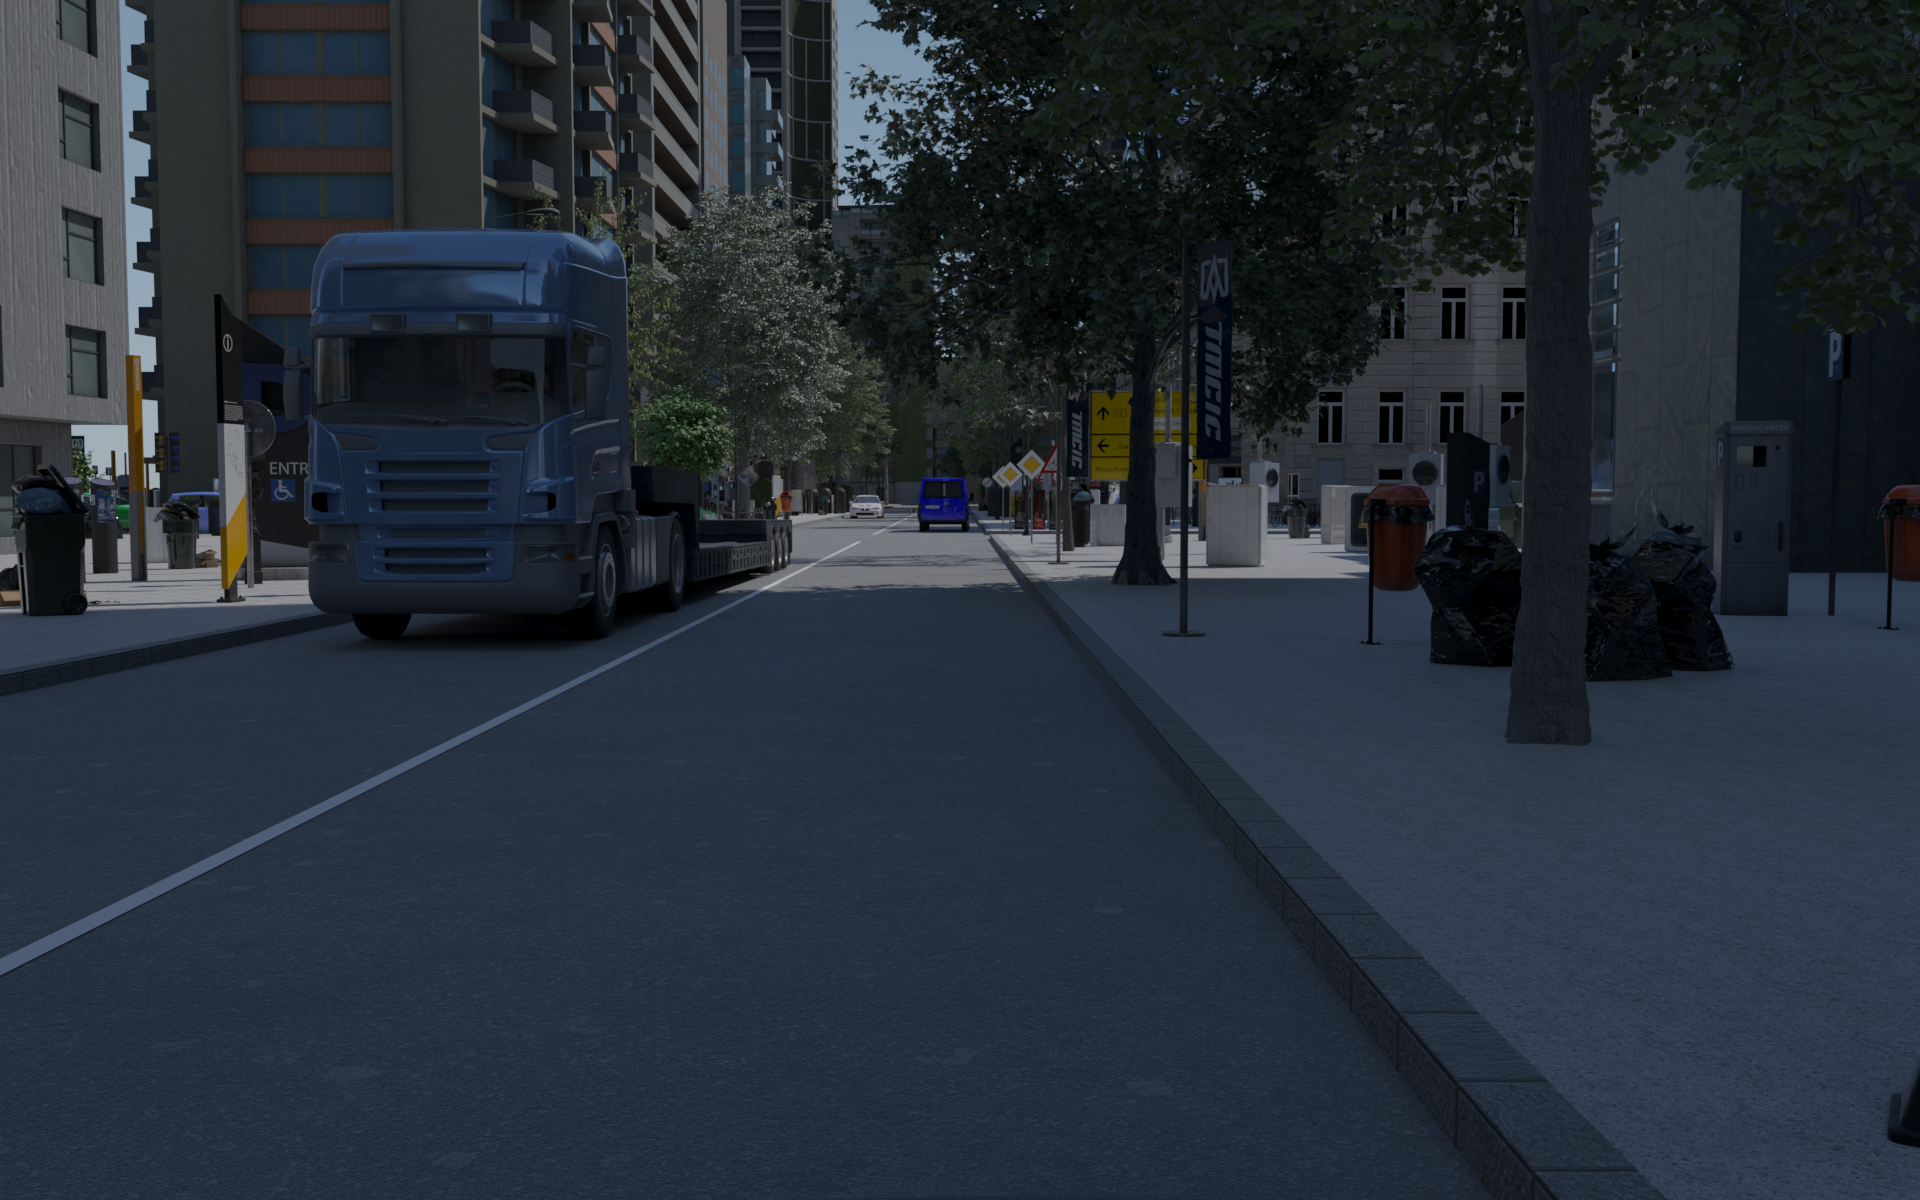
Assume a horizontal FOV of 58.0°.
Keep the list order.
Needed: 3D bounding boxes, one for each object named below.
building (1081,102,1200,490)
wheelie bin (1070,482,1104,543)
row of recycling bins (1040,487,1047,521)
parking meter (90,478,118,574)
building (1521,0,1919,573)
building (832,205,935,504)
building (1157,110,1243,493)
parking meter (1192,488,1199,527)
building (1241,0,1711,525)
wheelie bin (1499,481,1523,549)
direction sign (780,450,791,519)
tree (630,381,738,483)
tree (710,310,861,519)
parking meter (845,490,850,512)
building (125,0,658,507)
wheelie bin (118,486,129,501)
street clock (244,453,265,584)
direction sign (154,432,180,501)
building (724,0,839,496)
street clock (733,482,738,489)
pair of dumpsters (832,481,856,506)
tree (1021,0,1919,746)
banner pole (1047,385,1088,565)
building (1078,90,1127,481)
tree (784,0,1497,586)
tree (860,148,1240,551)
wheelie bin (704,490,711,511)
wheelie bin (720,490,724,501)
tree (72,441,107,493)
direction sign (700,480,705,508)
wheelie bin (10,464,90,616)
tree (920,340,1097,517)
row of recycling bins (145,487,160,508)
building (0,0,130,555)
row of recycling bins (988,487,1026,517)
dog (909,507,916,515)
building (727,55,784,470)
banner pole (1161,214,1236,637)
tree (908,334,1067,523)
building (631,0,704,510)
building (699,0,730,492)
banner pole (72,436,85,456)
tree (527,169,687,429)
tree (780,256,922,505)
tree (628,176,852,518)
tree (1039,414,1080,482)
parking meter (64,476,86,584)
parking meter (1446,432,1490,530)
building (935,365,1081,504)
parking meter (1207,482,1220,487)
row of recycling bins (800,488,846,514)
[{"bbox_3d":[23.339,-51.542,155.381,22.319,86.520,31.000,0,4,0],"label":"building"},{"bbox_3d":[3.125,-2.313,45.725,0.693,1.594,0.980,-3,5,-44],"label":"wheelie bin"},{"bbox_3d":[5.123,-5.326,94.196,1.069,1.692,3.534,1,4,23],"label":"row of recycling bins"},{"bbox_3d":[-13.824,-1.197,27.977,0.372,1.533,0.369,0,3,0],"label":"parking meter"},{"bbox_3d":[23.731,-43.298,20.591,22.319,86.520,31.000,0,4,0],"label":"building"},{"bbox_3d":[-10.366,-33.885,237.618,14.086,41.232,14.154,0,4,0],"label":"building"},{"bbox_3d":[21.588,-20.636,113.815,17.030,29.872,44.131,0,4,0],"label":"building"},{"bbox_3d":[9.271,-3.634,67.824,0.372,1.533,0.369,0,3,0],"label":"parking meter"},{"bbox_3d":[25.646,-17.123,77.231,25.104,27.353,12.463,0,4,0],"label":"building"},{"bbox_3d":[13.084,-2.013,40.813,0.980,1.594,0.693,-2,4,-23],"label":"wheelie bin"},{"bbox_3d":[-8.974,-5.943,89.164,0.876,3.537,0.379,3,5,44],"label":"direction sign"},{"bbox_3d":[-8.173,-4.095,50.661,4.285,4.588,4.351,0,3,0],"label":"tree"},{"bbox_3d":[-8.533,-9.177,84.464,8.767,10.594,7.601,0,4,1],"label":"tree"},{"bbox_3d":[-7.851,-6.878,120.868,0.372,1.533,0.369,0,3,0],"label":"parking meter"},{"bbox_3d":[-27.324,-26.343,85.328,22.147,44.769,28.867,0,4,0],"label":"building"},{"bbox_3d":[-32.818,-3.706,68.500,0.980,1.594,0.693,-1,4,-20],"label":"wheelie bin"},{"bbox_3d":[-10.070,-1.227,24.627,0.471,2.002,0.358,3,5,44],"label":"street clock"},{"bbox_3d":[-29.131,-4.386,63.713,0.876,3.537,0.379,0,4,-7],"label":"direction sign"},{"bbox_3d":[-27.723,-49.055,240.293,20.611,71.187,20.563,0,4,0],"label":"building"},{"bbox_3d":[-11.461,-5.183,89.312,0.471,2.002,0.358,2,4,35],"label":"street clock"},{"bbox_3d":[-8.518,-7.591,126.602,1.574,2.255,4.437,0,3,0],"label":"pair of dumpsters"},{"bbox_3d":[2.867,-5.562,9.060,7.486,12.596,7.792,0,3,0],"label":"tree"},{"bbox_3d":[2.005,-2.546,31.643,0.863,3.779,0.401,-2,4,-27],"label":"banner pole"},{"bbox_3d":[23.669,-32.538,186.625,22.147,44.769,28.867,0,4,0],"label":"building"},{"bbox_3d":[2.598,-6.562,24.299,9.611,12.733,9.660,0,3,0],"label":"tree"},{"bbox_3d":[2.463,-6.393,38.938,8.767,10.594,7.601,0,4,1],"label":"tree"},{"bbox_3d":[-17.895,-7.068,123.476,0.693,1.594,0.980,-1,4,-13],"label":"wheelie bin"},{"bbox_3d":[-18.129,-7.635,132.741,0.980,1.594,0.693,1,4,17],"label":"wheelie bin"},{"bbox_3d":[-32.130,-4.213,63.490,1.663,3.219,1.824,0,3,0],"label":"tree"},{"bbox_3d":[-16.219,-7.161,109.075,0.379,3.537,0.876,1,4,17],"label":"direction sign"},{"bbox_3d":[-9.668,-0.641,18.385,0.693,1.594,0.980,-3,4,-38],"label":"wheelie bin"},{"bbox_3d":[2.997,-11.311,95.301,12.009,13.543,11.850,0,3,0],"label":"tree"},{"bbox_3d":[-61.992,-7.671,132.534,3.534,1.692,1.069,0,4,5],"label":"row of recycling bins"},{"bbox_3d":[-26.102,-16.123,35.320,14.107,30.474,14.160,0,4,0],"label":"building"},{"bbox_3d":[2.781,-5.682,100.009,1.069,1.692,3.534,2,4,33],"label":"row of recycling bins"},{"bbox_3d":[-3.314,-6.161,120.016,0.406,0.507,0.540,1,4,9],"label":"dog"},{"bbox_3d":[-34.973,-34.856,189.512,30.456,49.044,23.786,0,4,0],"label":"building"},{"bbox_3d":[2.151,-1.554,15.418,0.401,3.779,0.863,-2,4,-32],"label":"banner pole"},{"bbox_3d":[2.656,-9.250,76.994,9.928,11.665,9.643,0,3,0],"label":"tree"},{"bbox_3d":[-29.897,-30.255,118.378,21.300,48.544,21.600,0,4,0],"label":"building"},{"bbox_3d":[-26.979,-30.157,143.171,14.600,45.320,14.200,0,4,0],"label":"building"},{"bbox_3d":[-33.292,-4.591,65.081,0.863,3.779,0.401,-1,4,-22],"label":"banner pole"},{"bbox_3d":[-8.555,-5.494,40.186,4.737,8.622,4.395,0,3,0],"label":"tree"},{"bbox_3d":[-7.944,-17.116,135.737,12.611,20.169,13.585,0,3,0],"label":"tree"},{"bbox_3d":[-8.845,-9.954,69.399,9.857,13.997,8.962,0,3,0],"label":"tree"},{"bbox_3d":[8.065,-11.066,131.295,4.737,8.622,4.395,0,3,0],"label":"tree"},{"bbox_3d":[-12.735,-1.001,24.773,0.372,1.533,0.369,0,3,0],"label":"parking meter"},{"bbox_3d":[4.858,-0.665,16.579,0.399,1.863,0.255,-3,4,-39],"label":"parking meter"},{"bbox_3d":[11.110,-24.450,244.796,28.899,21.520,27.650,0,4,0],"label":"building"},{"bbox_3d":[5.450,-1.748,36.998,0.372,1.533,0.369,0,3,0],"label":"parking meter"},{"bbox_3d":[-9.209,-6.521,113.725,3.534,1.692,1.069,1,4,8],"label":"row of recycling bins"}]
